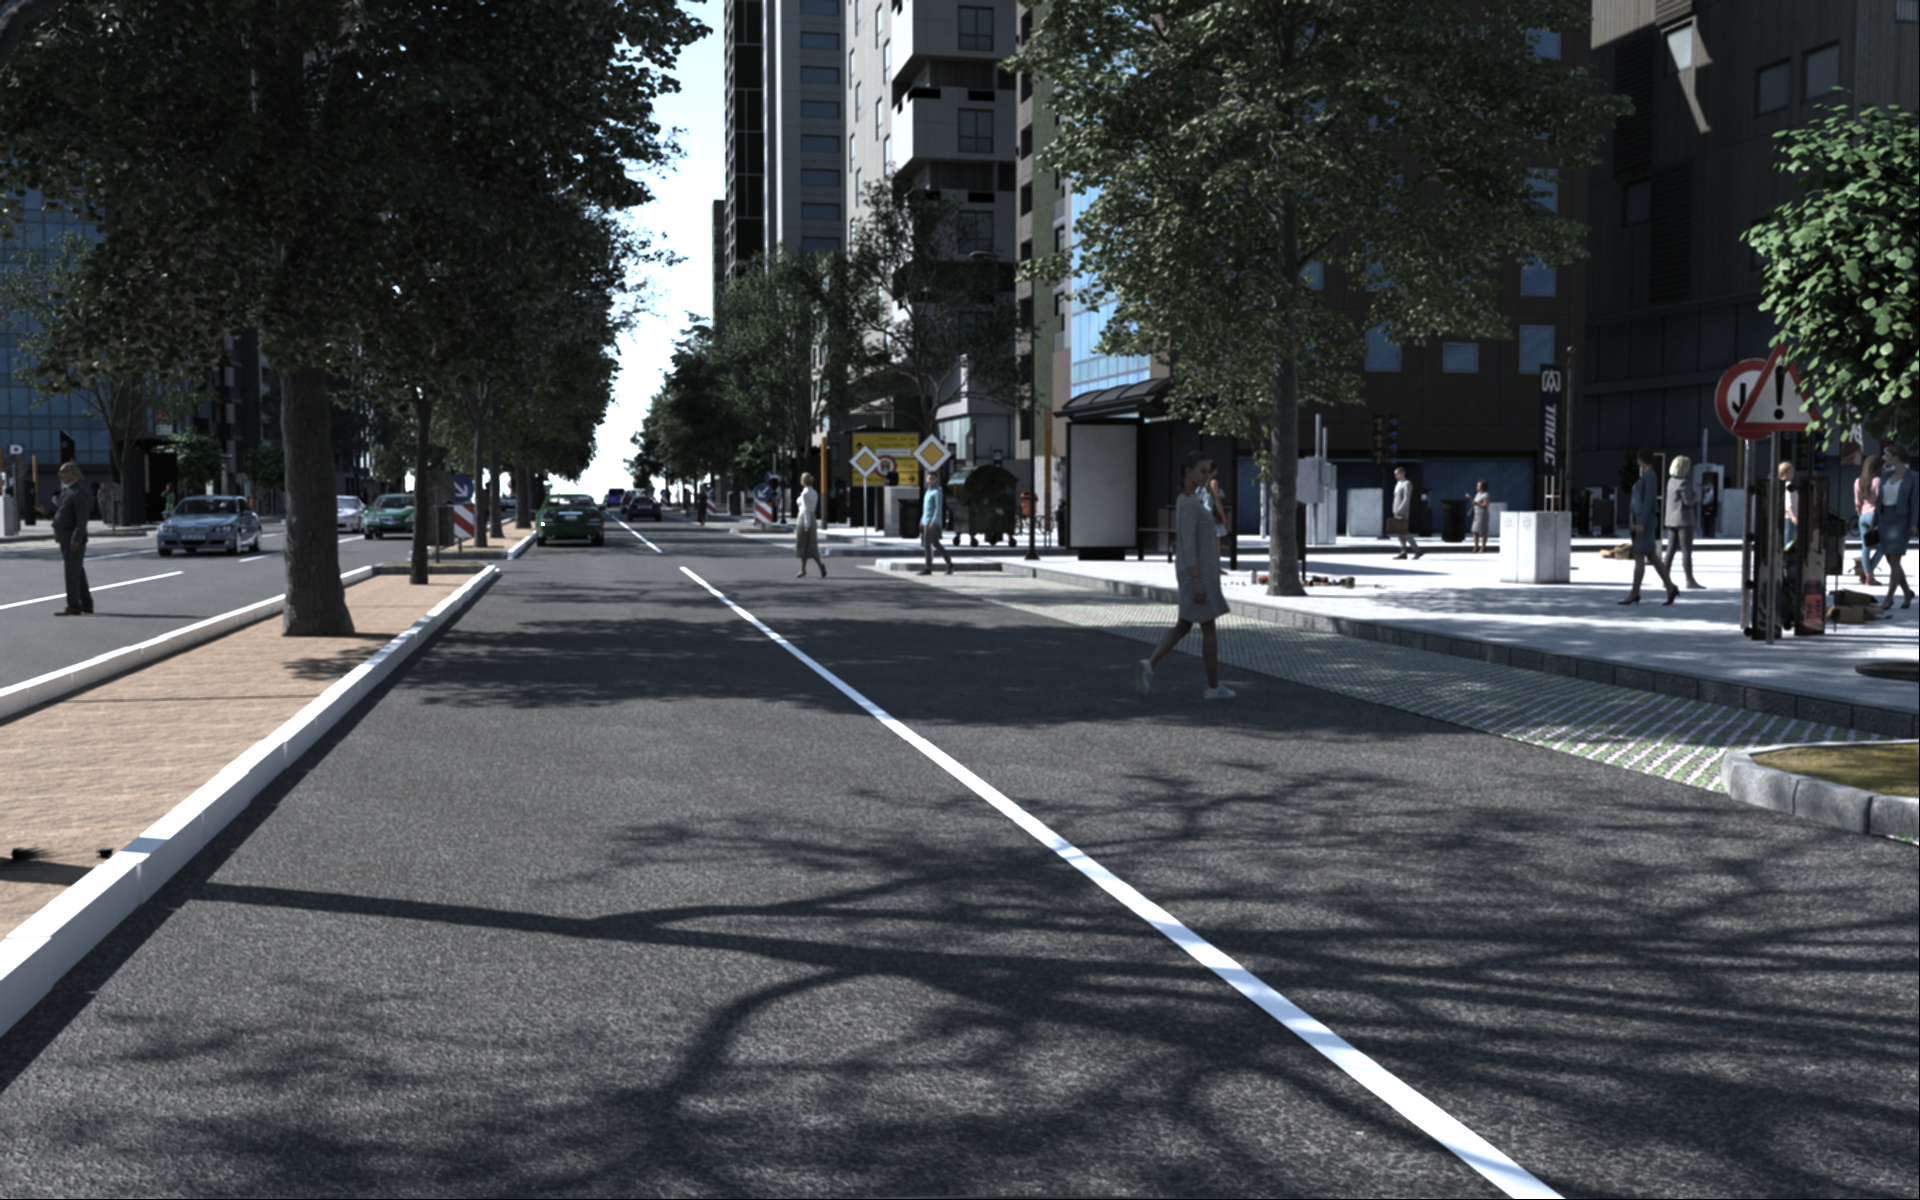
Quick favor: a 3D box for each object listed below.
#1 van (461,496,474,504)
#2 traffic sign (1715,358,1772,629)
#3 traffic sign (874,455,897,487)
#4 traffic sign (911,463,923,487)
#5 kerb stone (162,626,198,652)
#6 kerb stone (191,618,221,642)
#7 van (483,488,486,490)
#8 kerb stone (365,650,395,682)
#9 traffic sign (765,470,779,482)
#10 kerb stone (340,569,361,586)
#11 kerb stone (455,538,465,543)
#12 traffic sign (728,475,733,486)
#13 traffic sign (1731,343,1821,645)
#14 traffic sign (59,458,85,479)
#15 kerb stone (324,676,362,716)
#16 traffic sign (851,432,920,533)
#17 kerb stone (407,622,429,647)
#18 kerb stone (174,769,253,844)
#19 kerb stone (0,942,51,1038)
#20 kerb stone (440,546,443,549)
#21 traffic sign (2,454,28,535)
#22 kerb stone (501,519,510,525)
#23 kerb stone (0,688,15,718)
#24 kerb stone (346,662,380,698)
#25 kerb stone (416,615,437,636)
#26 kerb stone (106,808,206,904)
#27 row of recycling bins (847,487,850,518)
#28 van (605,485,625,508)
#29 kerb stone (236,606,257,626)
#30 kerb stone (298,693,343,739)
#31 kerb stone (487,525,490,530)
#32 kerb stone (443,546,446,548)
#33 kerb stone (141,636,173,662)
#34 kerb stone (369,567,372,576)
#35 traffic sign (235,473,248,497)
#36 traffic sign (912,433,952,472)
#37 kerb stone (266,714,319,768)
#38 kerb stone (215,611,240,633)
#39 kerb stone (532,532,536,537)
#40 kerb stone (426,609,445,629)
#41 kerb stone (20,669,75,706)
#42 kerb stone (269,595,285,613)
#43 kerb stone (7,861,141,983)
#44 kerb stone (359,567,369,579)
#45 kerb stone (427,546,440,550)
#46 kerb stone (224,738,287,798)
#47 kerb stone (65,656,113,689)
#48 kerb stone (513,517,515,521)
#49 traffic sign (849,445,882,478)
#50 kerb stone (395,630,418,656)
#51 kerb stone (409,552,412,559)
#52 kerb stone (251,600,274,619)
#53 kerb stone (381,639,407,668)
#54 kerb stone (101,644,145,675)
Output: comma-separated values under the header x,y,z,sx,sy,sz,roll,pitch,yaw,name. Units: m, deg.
x,y,z,sx,sy,sz,roll,pitch,yaw,name
-51.340,-10.533,179.219,2.013,2.044,4.112,-1,4,-14,van
7.454,-0.995,16.370,0.768,2.556,0.104,0,4,-6,traffic sign
-2.412,-3.419,56.005,0.768,2.556,0.104,0,4,-5,traffic sign
-1.605,-3.524,57.728,0.768,2.556,0.104,0,4,-3,traffic sign
-7.251,0.377,16.038,0.120,0.150,1.000,-1,4,-12,kerb stone
-7.467,0.315,17.037,0.120,0.150,1.000,-1,4,-12,kerb stone
-47.375,-10.346,173.537,2.240,2.365,5.245,-1,4,-12,van
-4.552,0.530,13.532,0.120,0.150,1.000,-1,4,-12,kerb stone
-9.826,-5.543,90.734,0.768,2.556,0.104,0,4,-8,traffic sign
-9.881,-0.359,28.071,0.120,0.150,1.000,-1,4,-12,kerb stone
-15.240,-1.857,52.665,0.120,0.150,1.000,-1,4,-12,kerb stone
-14.845,-6.959,113.889,0.768,2.556,0.104,0,4,-5,traffic sign
6.903,-0.898,14.688,0.884,2.594,0.081,-1,4,-12,traffic sign
-31.733,-3.785,61.896,0.884,2.594,0.081,0,4,-5,traffic sign
-4.120,0.653,11.524,0.120,0.150,1.000,-1,4,-12,kerb stone
-2.455,-3.875,57.235,2.265,3.308,0.079,0,4,-7,traffic sign
-5.203,0.349,16.534,0.120,0.150,1.000,-1,4,-12,kerb stone
-3.240,0.898,7.515,0.120,0.150,1.000,-1,4,-12,kerb stone
-2.580,1.081,4.513,0.120,0.150,1.000,-1,4,-12,kerb stone
-13.496,-1.371,44.656,0.120,0.150,1.000,-1,4,-12,kerb stone
-29.692,-3.323,54.443,0.768,2.556,0.104,0,4,-7,traffic sign
-22.236,-3.825,84.735,0.120,0.150,1.000,-1,4,-12,kerb stone
-6.160,0.683,11.032,0.120,0.150,1.000,-1,4,-12,kerb stone
-4.340,0.591,12.531,0.120,0.150,1.000,-1,4,-12,kerb stone
-5.431,0.285,17.535,0.120,0.150,1.000,-1,4,-12,kerb stone
-3.020,0.959,6.517,0.120,0.150,1.000,-1,4,-12,kerb stone
-6.110,-5.409,95.551,1.069,1.692,3.534,-1,4,-12,row of recycling bins
-35.713,-10.745,180.057,2.240,2.365,5.245,-1,4,-12,van
-7.913,0.197,19.049,0.120,0.150,1.000,-1,4,-12,kerb stone
-3.898,0.716,10.525,0.120,0.150,1.000,-1,4,-12,kerb stone
-19.396,-3.024,71.702,0.120,0.150,1.000,-1,4,-12,kerb stone
-13.713,-1.435,45.654,0.120,0.150,1.000,-1,4,-12,kerb stone
-7.034,0.447,15.039,0.120,0.150,1.000,-1,4,-12,kerb stone
-10.314,-0.483,30.095,0.120,0.150,1.000,-1,4,-12,kerb stone
-43.111,-6.353,103.974,0.768,2.556,0.104,0,4,-3,traffic sign
-0.516,-1.897,33.209,0.795,2.593,0.064,-1,4,-12,traffic sign
-3.680,0.781,9.522,0.120,0.150,1.000,-1,4,-12,kerb stone
-7.691,0.254,18.035,0.120,0.150,1.000,-1,4,-12,kerb stone
-13.400,-1.946,54.064,0.120,0.150,1.000,-1,4,-12,kerb stone
-5.649,0.227,18.543,0.120,0.150,1.000,-1,4,-12,kerb stone
-6.379,0.626,12.031,0.120,0.150,1.000,-1,4,-12,kerb stone
-8.334,0.070,21.050,0.120,0.150,1.000,-1,4,-12,kerb stone
-2.809,1.020,5.516,0.120,0.150,1.000,-1,4,-12,kerb stone
-10.095,-0.420,29.087,0.120,0.150,1.000,-1,4,-12,kerb stone
-13.275,-1.310,43.655,0.120,0.150,1.000,-1,4,-12,kerb stone
-3.471,0.839,8.515,0.120,0.150,1.000,-1,4,-12,kerb stone
-6.599,0.565,13.037,0.120,0.150,1.000,-1,4,-12,kerb stone
-23.546,-4.192,90.733,0.120,0.150,1.000,-1,4,-12,kerb stone
-2.218,-2.374,41.011,0.795,2.593,0.064,-1,4,-12,traffic sign
-4.993,0.409,15.533,0.120,0.150,1.000,-1,4,-12,kerb stone
-12.186,-1.002,38.653,0.120,0.150,1.000,-1,4,-12,kerb stone
-8.121,0.131,20.050,0.120,0.150,1.000,-1,4,-12,kerb stone
-4.774,0.470,14.535,0.120,0.150,1.000,-1,4,-12,kerb stone
-6.819,0.499,14.035,0.120,0.150,1.000,-1,4,-12,kerb stone
